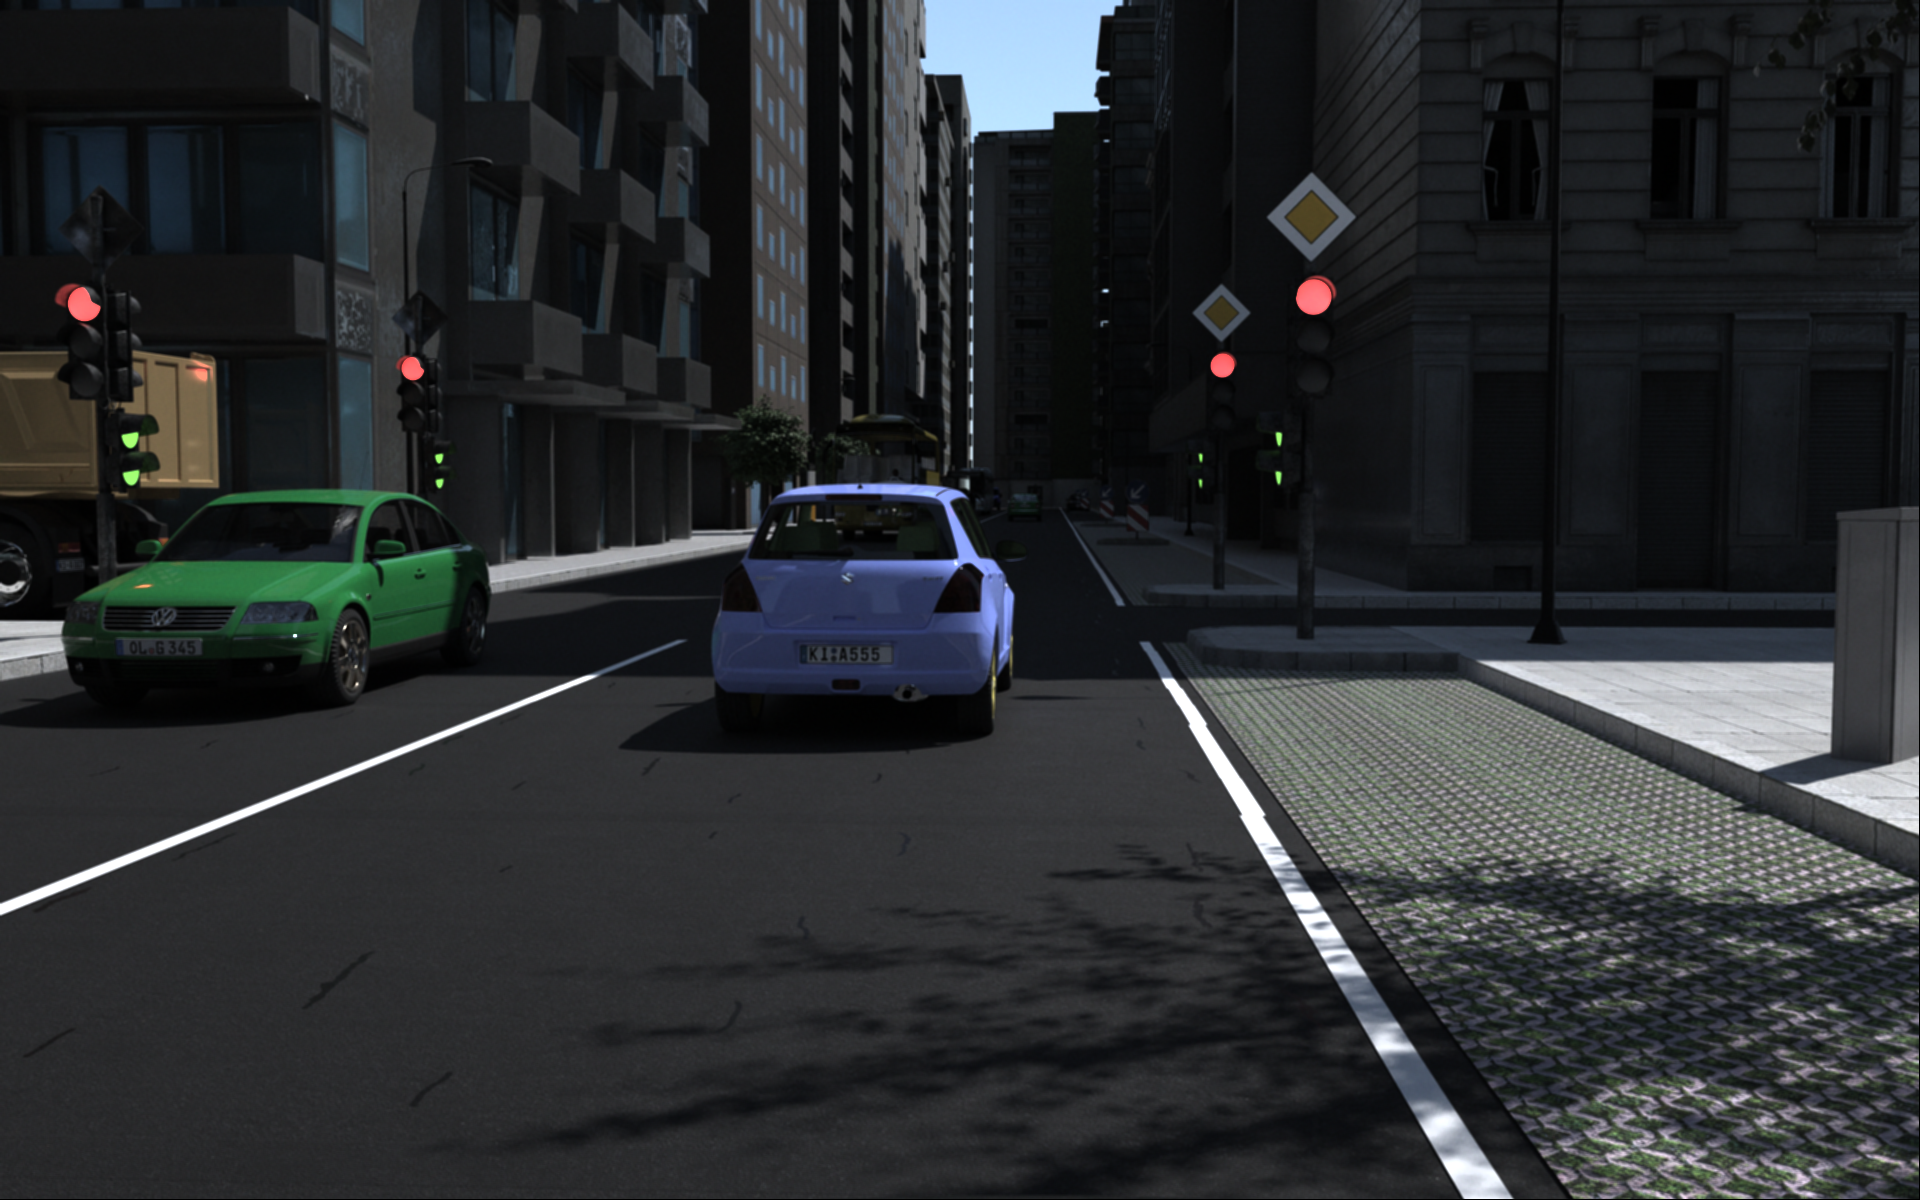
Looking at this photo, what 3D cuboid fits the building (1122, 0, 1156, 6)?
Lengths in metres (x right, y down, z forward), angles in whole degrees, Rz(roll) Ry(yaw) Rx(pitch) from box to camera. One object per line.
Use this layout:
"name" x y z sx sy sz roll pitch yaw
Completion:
"building" 23.371 -31.125 128.502 23.786 49.044 30.456 0 4 3

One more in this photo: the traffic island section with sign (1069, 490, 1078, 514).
"traffic island section with sign" 8.878 -7.117 124.982 1.989 1.847 2.006 0 4 3

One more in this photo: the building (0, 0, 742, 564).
"building" -18.218 -25.583 37.896 23.786 49.044 30.456 0 4 3

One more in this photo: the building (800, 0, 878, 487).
"building" -11.994 -19.504 90.592 14.160 30.474 14.107 0 4 3

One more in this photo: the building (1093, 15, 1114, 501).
"building" 23.447 -30.817 158.481 22.147 44.769 28.867 0 4 3

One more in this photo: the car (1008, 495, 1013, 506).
"car" 4.633 -7.372 132.893 2.083 1.381 4.827 0 4 2

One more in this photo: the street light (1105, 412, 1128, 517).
"street light" 8.858 -7.646 97.554 1.470 5.913 1.316 0 4 3

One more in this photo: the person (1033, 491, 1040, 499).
"person" 6.705 -8.960 155.710 1.217 1.736 0.721 2 4 27

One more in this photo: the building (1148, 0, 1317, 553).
"building" 13.219 -13.993 47.851 14.314 24.678 30.058 0 4 3

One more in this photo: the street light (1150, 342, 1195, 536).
"street light" 6.508 -4.930 53.151 1.470 5.913 1.316 0 4 3

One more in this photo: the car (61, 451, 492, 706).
"car" -4.955 -0.265 13.127 1.959 1.807 4.718 0 4 1

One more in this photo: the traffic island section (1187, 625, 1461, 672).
"traffic island section" 3.084 0.423 15.357 2.009 0.180 2.903 0 4 3

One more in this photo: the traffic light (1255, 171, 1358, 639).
"traffic light" 3.045 -1.610 15.246 0.839 4.253 0.868 0 4 3

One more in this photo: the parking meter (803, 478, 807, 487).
"parking meter" -5.563 -3.557 63.866 0.399 1.863 0.255 -1 4 -15

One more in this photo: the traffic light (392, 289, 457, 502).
"traffic light" -7.381 -2.132 23.774 0.839 4.253 0.868 0 4 3

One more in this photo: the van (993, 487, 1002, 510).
"van" 2.691 -9.285 156.191 2.240 2.365 5.245 0 4 2

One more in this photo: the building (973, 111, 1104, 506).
"building" 8.444 -30.902 188.849 14.086 41.232 14.154 0 4 3

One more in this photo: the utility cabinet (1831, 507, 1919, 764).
"utility cabinet" 4.687 0.154 8.638 1.020 1.237 0.306 -3 5 -44

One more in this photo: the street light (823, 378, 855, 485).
"street light" -4.900 -5.916 69.271 1.470 5.913 1.316 0 4 3

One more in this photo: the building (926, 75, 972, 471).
"building" -9.739 -34.835 193.255 21.600 48.544 21.300 0 4 3

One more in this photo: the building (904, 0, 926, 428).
"building" -16.618 -32.871 126.675 28.713 52.752 27.495 0 4 3

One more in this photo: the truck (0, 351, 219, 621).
"truck" -14.015 -1.499 20.433 9.791 3.379 3.469 0 4 5

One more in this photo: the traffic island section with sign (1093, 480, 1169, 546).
"traffic island section with sign" 4.860 -2.460 48.841 1.989 1.847 2.006 0 4 3

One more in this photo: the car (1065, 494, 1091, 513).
"car" 9.158 -7.616 134.311 2.009 1.686 4.222 0 4 2

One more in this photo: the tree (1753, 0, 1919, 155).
"tree" 4.744 -3.471 7.106 4.360 8.622 3.978 0 3 0

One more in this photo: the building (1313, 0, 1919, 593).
"building" 15.025 -10.836 26.322 18.267 20.994 9.793 0 4 3

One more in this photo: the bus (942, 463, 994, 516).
"bus" 0.717 -7.567 118.581 2.948 3.499 13.247 0 4 4

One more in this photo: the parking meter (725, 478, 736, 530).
"parking meter" -8.136 -3.408 61.427 0.255 1.863 0.399 2 4 27

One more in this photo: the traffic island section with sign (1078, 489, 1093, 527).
"traffic island section with sign" 6.286 -4.109 75.804 1.989 1.847 2.006 0 4 3

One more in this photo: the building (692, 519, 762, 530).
"building" -13.894 -25.565 68.096 14.600 45.320 14.200 0 4 3

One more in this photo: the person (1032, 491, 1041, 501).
"person" 6.803 -8.816 153.446 0.742 1.727 0.445 -1 4 -22

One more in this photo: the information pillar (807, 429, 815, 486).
"information pillar" -5.312 -4.319 61.974 0.183 3.616 0.504 1 4 23

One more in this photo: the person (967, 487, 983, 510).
"person" 0.763 -5.698 101.299 1.348 1.869 0.705 -3 4 -36

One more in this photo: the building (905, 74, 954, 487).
"building" -12.805 -28.586 159.262 23.993 40.220 32.217 0 4 3

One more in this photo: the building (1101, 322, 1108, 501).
"building" 30.524 -21.407 195.050 28.899 21.520 27.650 0 4 3

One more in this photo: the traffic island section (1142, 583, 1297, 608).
"traffic island section" 3.505 -0.064 23.332 2.009 0.180 2.903 0 4 3

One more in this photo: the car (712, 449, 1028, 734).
"car" -0.523 -0.129 11.695 1.945 1.707 3.694 0 4 4

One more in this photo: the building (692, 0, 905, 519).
"building" -10.889 -27.869 105.764 14.600 45.320 14.200 0 4 3

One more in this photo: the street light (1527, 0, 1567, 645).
"street light" 4.527 -2.585 14.799 1.470 5.913 1.316 0 4 3

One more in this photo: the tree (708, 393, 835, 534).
"tree" -6.460 -4.446 56.399 4.285 4.588 4.351 0 3 0

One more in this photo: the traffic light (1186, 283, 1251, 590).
"traffic light" 3.466 -2.098 23.220 0.839 4.253 0.868 0 4 3

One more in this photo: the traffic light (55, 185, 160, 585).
"traffic light" -7.802 -1.644 15.800 0.839 4.253 0.868 0 4 3

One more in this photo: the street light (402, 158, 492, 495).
"street light" -7.157 -3.155 24.118 1.470 5.913 1.316 0 4 3

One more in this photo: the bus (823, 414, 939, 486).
"bus" -2.298 -4.004 57.009 2.896 3.916 12.252 0 4 3

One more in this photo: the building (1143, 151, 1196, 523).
"building" 15.867 -15.963 80.087 14.460 24.649 34.723 0 4 3

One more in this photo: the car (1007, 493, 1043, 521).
"car" 3.458 -5.104 92.251 1.959 1.807 4.718 0 4 2

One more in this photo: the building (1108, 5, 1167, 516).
"building" 16.166 -20.471 106.398 14.160 30.474 14.107 0 4 3
